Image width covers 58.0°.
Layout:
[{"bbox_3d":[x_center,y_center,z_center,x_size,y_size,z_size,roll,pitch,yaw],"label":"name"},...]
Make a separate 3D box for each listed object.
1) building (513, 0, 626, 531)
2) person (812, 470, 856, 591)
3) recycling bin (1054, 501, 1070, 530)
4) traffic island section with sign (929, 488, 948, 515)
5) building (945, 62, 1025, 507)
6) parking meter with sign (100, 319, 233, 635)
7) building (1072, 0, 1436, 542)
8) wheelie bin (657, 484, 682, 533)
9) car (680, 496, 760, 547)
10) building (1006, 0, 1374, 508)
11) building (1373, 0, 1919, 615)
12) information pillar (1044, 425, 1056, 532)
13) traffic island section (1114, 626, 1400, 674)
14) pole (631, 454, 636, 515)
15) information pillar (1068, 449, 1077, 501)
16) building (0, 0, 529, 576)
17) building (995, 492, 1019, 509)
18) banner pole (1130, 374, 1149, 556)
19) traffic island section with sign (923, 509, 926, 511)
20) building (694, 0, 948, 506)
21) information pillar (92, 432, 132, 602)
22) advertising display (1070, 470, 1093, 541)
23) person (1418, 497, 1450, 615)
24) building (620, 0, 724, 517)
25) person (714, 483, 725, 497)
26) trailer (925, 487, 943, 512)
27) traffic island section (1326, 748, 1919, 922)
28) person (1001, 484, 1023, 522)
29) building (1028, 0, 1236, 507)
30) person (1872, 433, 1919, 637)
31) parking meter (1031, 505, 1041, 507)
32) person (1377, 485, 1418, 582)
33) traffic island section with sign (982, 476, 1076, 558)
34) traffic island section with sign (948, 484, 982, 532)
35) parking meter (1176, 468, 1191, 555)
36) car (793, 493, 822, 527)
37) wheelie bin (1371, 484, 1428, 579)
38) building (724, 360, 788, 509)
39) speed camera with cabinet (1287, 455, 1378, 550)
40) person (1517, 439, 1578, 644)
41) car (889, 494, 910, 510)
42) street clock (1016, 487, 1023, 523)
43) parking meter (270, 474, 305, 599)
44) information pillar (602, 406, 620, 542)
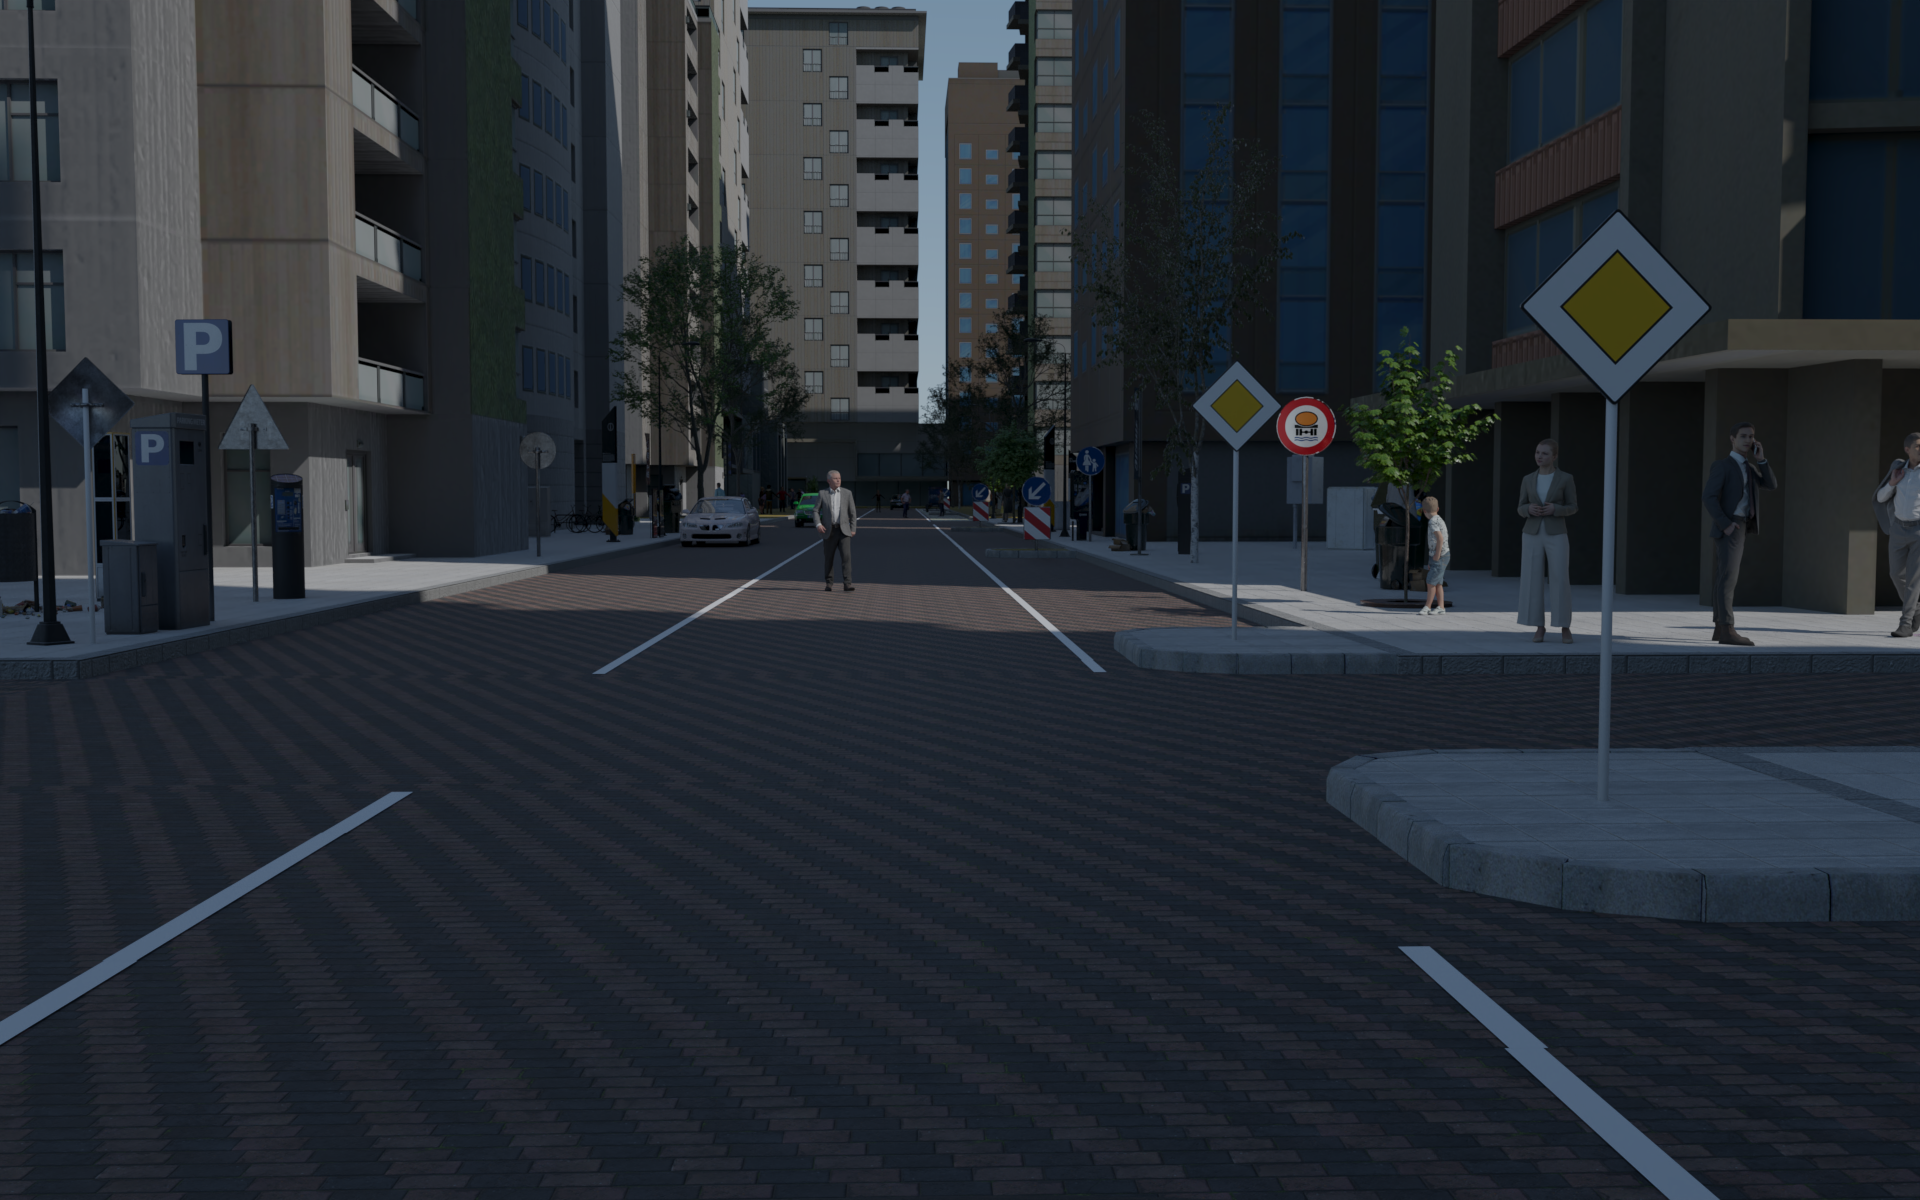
[{"bbox_3d":[-24.685,-31.688,60.095,21.231,58.520,28.212,0,4,-2],"label":"building"},{"bbox_3d":[-1.807,-1.010,25.412,0.661,1.777,0.834,-1,4,-20],"label":"person"},{"bbox_3d":[3.465,-2.998,61.570,0.722,1.027,0.722,-1,4,-18],"label":"recycling bin"},{"bbox_3d":[-1.121,-6.640,117.195,1.989,1.847,2.006,0,4,-2],"label":"traffic island section with sign"},{"bbox_3d":[5.682,-32.622,183.476,14.200,45.320,14.600,0,4,-2],"label":"building"},{"bbox_3d":[-7.577,-1.241,16.548,0.543,3.016,1.738,0,4,2],"label":"parking meter with sign"},{"bbox_3d":[10.972,-24.582,52.024,14.600,45.320,14.200,0,4,-2],"label":"building"},{"bbox_3d":[-9.547,-3.003,57.013,0.693,1.594,0.980,2,4,25],"label":"wheelie bin"},{"bbox_3d":[-6.705,-2.229,48.799,2.083,1.381,4.827,0,4,-1],"label":"car"},{"bbox_3d":[14.703,-28.718,124.169,22.147,44.769,28.867,0,4,-2],"label":"building"},{"bbox_3d":[21.617,-22.778,27.049,28.867,44.769,22.147,0,4,-2],"label":"building"},{"bbox_3d":[3.029,-4.112,58.593,0.504,3.616,0.183,-3,5,-44],"label":"information pillar"},{"bbox_3d":[2.455,0.432,15.224,2.009,0.180,2.903,0,4,-2],"label":"traffic island section"},{"bbox_3d":[-16.530,-5.744,87.756,0.158,3.312,0.155,0,3,0],"label":"pole"},{"bbox_3d":[5.878,-6.068,90.563,0.504,3.616,0.183,2,4,24],"label":"information pillar"},{"bbox_3d":[-16.762,-21.296,31.788,14.154,41.232,14.086,0,4,-2],"label":"building"},{"bbox_3d":[19.330,-28.092,151.179,32.217,40.220,23.993,0,4,-2],"label":"building"},{"bbox_3d":[3.690,-2.810,35.963,0.401,3.779,0.863,1,4,18],"label":"banner pole"},{"bbox_3d":[-2.071,-8.288,144.133,1.989,1.847,2.006,0,4,-2],"label":"traffic island section with sign"},{"bbox_3d":[-15.407,-36.730,189.776,27.495,52.752,28.713,0,4,-2],"label":"building"},{"bbox_3d":[-10.131,-0.992,20.709,0.304,2.012,0.304,1,4,13],"label":"information pillar"},{"bbox_3d":[3.352,-2.598,47.698,0.123,1.923,0.974,3,4,38],"label":"advertising display"},{"bbox_3d":[5.020,-0.466,18.344,0.332,1.250,0.352,-3,4,-37],"label":"person"},{"bbox_3d":[-21.147,-19.921,97.417,14.160,30.474,14.107,0,4,-2],"label":"building"},{"bbox_3d":[-11.198,-4.570,80.774,0.620,1.820,0.660,2,4,35],"label":"person"},{"bbox_3d":[-1.979,-7.889,136.036,1.471,1.999,3.904,0,4,-2],"label":"trailer"},{"bbox_3d":[2.735,0.920,7.244,2.009,0.180,2.903,0,4,-2],"label":"traffic island section"},{"bbox_3d":[2.551,-4.442,78.881,1.509,1.804,0.699,2,4,30],"label":"person"},{"bbox_3d":[10.914,-25.593,102.039,14.154,41.232,14.086,0,4,-2],"label":"building"},{"bbox_3d":[8.606,-0.585,15.711,0.850,1.850,0.679,-3,4,-38],"label":"person"},{"bbox_3d":[3.045,-3.890,69.318,0.399,1.863,0.255,1,4,23],"label":"parking meter"},{"bbox_3d":[6.247,-1.133,24.749,0.728,1.800,0.709,-1,4,-22],"label":"person"},{"bbox_3d":[1.598,-1.907,39.808,1.989,1.847,2.006,0,4,-2],"label":"traffic island section with sign"},{"bbox_3d":[0.651,-3.555,66.746,1.989,1.847,2.006,0,4,-2],"label":"traffic island section with sign"},{"bbox_3d":[4.825,-1.903,36.828,0.399,1.863,0.255,2,4,27],"label":"parking meter"},{"bbox_3d":[-6.280,-4.107,75.939,1.959,1.807,4.718,0,4,-2],"label":"car"},{"bbox_3d":[6.619,-1.112,26.088,0.693,1.594,0.980,-3,5,-43],"label":"wheelie bin"},{"bbox_3d":[-31.386,-51.172,149.334,31.000,86.520,22.319,0,4,-2],"label":"building"},{"bbox_3d":[8.603,-2.800,40.111,2.038,3.252,0.660,3,5,41],"label":"speed camera with cabinet"},{"bbox_3d":[5.050,-0.512,14.970,0.519,1.759,0.362,2,4,34],"label":"person"},{"bbox_3d":[-5.433,-8.950,156.119,2.009,1.686,4.222,0,4,-1],"label":"car"},{"bbox_3d":[2.710,-4.496,78.081,0.358,2.002,0.471,2,4,35],"label":"street clock"},{"bbox_3d":[-8.246,-0.785,21.247,0.372,1.533,0.369,0,3,0],"label":"parking meter"},{"bbox_3d":[-9.323,-3.352,46.159,0.504,3.616,0.183,2,4,31],"label":"information pillar"}]
